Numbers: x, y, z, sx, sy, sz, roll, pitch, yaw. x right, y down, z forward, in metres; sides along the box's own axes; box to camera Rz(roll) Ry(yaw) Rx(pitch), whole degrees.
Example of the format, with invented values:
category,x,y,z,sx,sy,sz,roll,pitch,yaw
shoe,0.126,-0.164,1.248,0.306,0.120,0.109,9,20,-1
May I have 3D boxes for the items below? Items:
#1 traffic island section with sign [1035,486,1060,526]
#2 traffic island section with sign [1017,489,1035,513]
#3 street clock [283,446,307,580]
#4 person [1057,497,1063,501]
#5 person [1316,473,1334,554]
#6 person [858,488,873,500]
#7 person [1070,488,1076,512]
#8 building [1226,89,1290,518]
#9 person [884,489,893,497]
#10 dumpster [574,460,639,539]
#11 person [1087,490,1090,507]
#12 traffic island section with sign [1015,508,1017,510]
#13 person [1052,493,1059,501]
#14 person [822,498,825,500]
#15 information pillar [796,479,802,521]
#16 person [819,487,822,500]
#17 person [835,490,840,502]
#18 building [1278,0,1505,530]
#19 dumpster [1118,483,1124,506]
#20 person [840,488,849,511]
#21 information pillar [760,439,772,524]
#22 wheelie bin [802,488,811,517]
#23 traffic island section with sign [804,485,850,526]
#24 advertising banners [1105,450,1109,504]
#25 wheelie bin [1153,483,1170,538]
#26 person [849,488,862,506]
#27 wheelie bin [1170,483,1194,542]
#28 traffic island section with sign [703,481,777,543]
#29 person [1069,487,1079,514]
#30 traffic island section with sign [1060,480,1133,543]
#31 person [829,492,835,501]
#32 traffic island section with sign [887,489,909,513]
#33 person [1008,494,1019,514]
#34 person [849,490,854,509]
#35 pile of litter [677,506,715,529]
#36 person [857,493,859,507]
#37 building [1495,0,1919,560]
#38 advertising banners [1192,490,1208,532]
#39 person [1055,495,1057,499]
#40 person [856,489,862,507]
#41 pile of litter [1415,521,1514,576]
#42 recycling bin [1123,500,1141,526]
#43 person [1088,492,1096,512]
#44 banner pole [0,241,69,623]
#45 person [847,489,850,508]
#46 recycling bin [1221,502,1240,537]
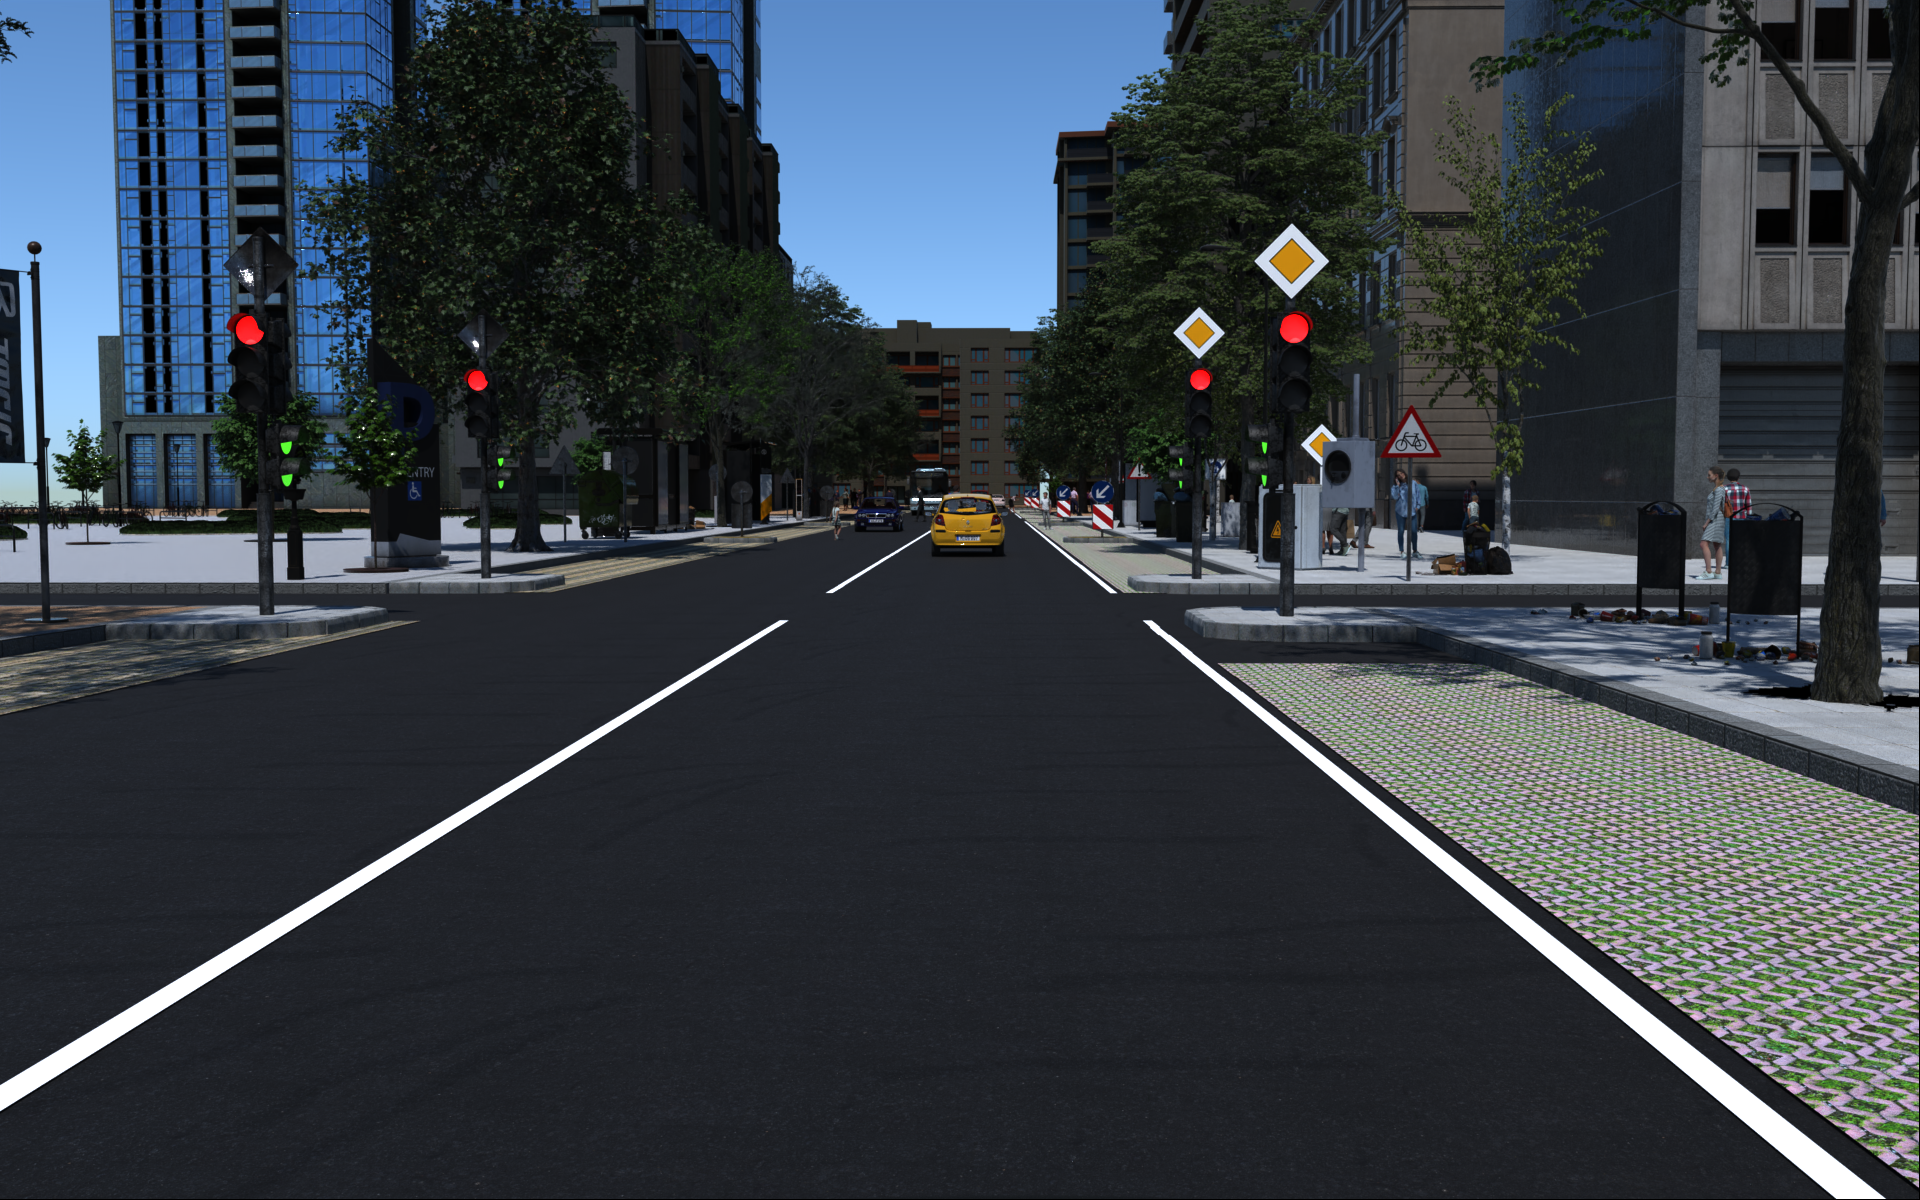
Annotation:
category,x,y,z,sx,sy,sz,roll,pitch,yaw
traffic island section with sign,4.559,-4.274,78.504,1.989,1.847,2.006,0,4,1
traffic island section with sign,5.450,-7.339,128.627,1.989,1.847,2.006,0,4,1
street clock,-9.953,-1.304,25.898,0.358,2.002,0.471,0,4,1
person,7.158,-7.050,121.174,0.709,1.838,0.599,1,4,20
person,7.843,-1.867,36.930,0.716,1.782,0.532,0,4,0
person,-7.682,-8.261,141.124,1.348,1.822,0.705,1,4,9
person,7.937,-7.107,123.047,0.742,1.727,0.445,-2,4,-35
building,21.617,-16.113,93.120,12.332,23.373,15.834,0,4,1
person,-4.877,-6.623,117.233,0.683,1.767,0.568,-1,4,-20
dumpster,-10.170,-2.893,49.801,1.502,2.255,1.985,0,4,1
person,12.993,-10.320,175.457,1.217,1.739,0.721,0,4,-6
traffic island section with sign,5.948,-9.007,155.890,1.989,1.847,2.006,0,4,1
person,8.645,-8.863,151.041,1.348,1.812,0.705,2,4,24
person,-12.681,-9.593,163.340,0.683,1.767,0.568,-3,5,-41
information pillar,-7.774,-4.846,83.718,0.304,2.012,0.304,0,4,-5
person,-10.296,-7.384,126.779,0.705,1.822,1.348,0,3,0
person,-12.562,-10.398,176.966,0.541,1.710,0.530,2,4,28
building,21.447,-16.838,72.568,12.463,27.353,25.104,0,4,1
dumpster,9.092,-5.728,99.407,1.264,1.857,1.865,0,4,1
person,-8.913,-7.753,133.593,0.721,1.735,1.217,-3,5,-41
information pillar,-8.212,-5.007,73.212,0.504,3.616,0.183,-2,4,-24
wheelie bin,-8.552,-5.310,94.730,0.693,1.594,0.980,0,4,2
traffic island section with sign,-5.978,-4.256,78.206,1.989,1.847,2.006,0,4,1
advertising banners,5.862,-4.465,69.196,0.090,3.025,2.074,0,4,8
wheelie bin,6.125,-2.653,51.278,0.693,1.594,0.980,3,5,42
person,-9.519,-9.227,156.917,1.348,1.822,0.705,-2,4,-32
wheelie bin,6.037,-2.347,46.283,0.693,1.594,0.980,0,4,6
traffic island section with sign,-6.458,-2.607,51.255,1.989,1.847,2.006,0,4,1
person,7.225,-6.240,109.013,0.436,1.711,0.756,-3,4,-36
traffic island section with sign,4.059,-2.604,51.201,1.989,1.847,2.006,0,4,1
person,-8.769,-6.705,116.119,0.683,1.767,0.568,-3,4,-37
traffic island section with sign,-5.058,-7.362,129.004,1.989,1.847,2.006,0,4,1
person,3.916,-6.990,125.970,0.799,1.438,0.628,0,4,5
person,-9.634,-8.924,153.419,0.415,1.643,0.593,-1,4,-12
pile of litter,-9.832,-3.033,63.548,1.719,0.858,1.176,0,4,-7
person,-10.357,-10.134,174.964,0.421,1.427,0.697,-2,4,-35
building,23.995,-13.514,38.980,19.932,24.808,12.078,0,4,1
advertising banners,8.090,-3.869,59.440,0.090,3.025,2.074,-1,4,-14
person,8.105,-8.006,136.926,1.348,1.826,0.705,2,4,29
person,-9.425,-9.468,161.301,0.568,1.767,0.683,0,4,-7
pile of litter,8.094,-0.843,27.743,1.719,0.858,1.176,0,4,-3
recycling bin,6.862,-3.480,69.452,0.722,1.027,0.722,1,4,13
person,9.640,-7.238,125.329,0.436,1.711,0.756,-2,4,-26
banner pole,-9.294,-1.655,17.073,0.401,3.779,0.863,2,4,33
person,-10.435,-9.473,161.636,0.721,1.735,1.217,0,4,3
recycling bin,8.228,-2.412,51.989,0.722,1.027,0.722,0,4,1
